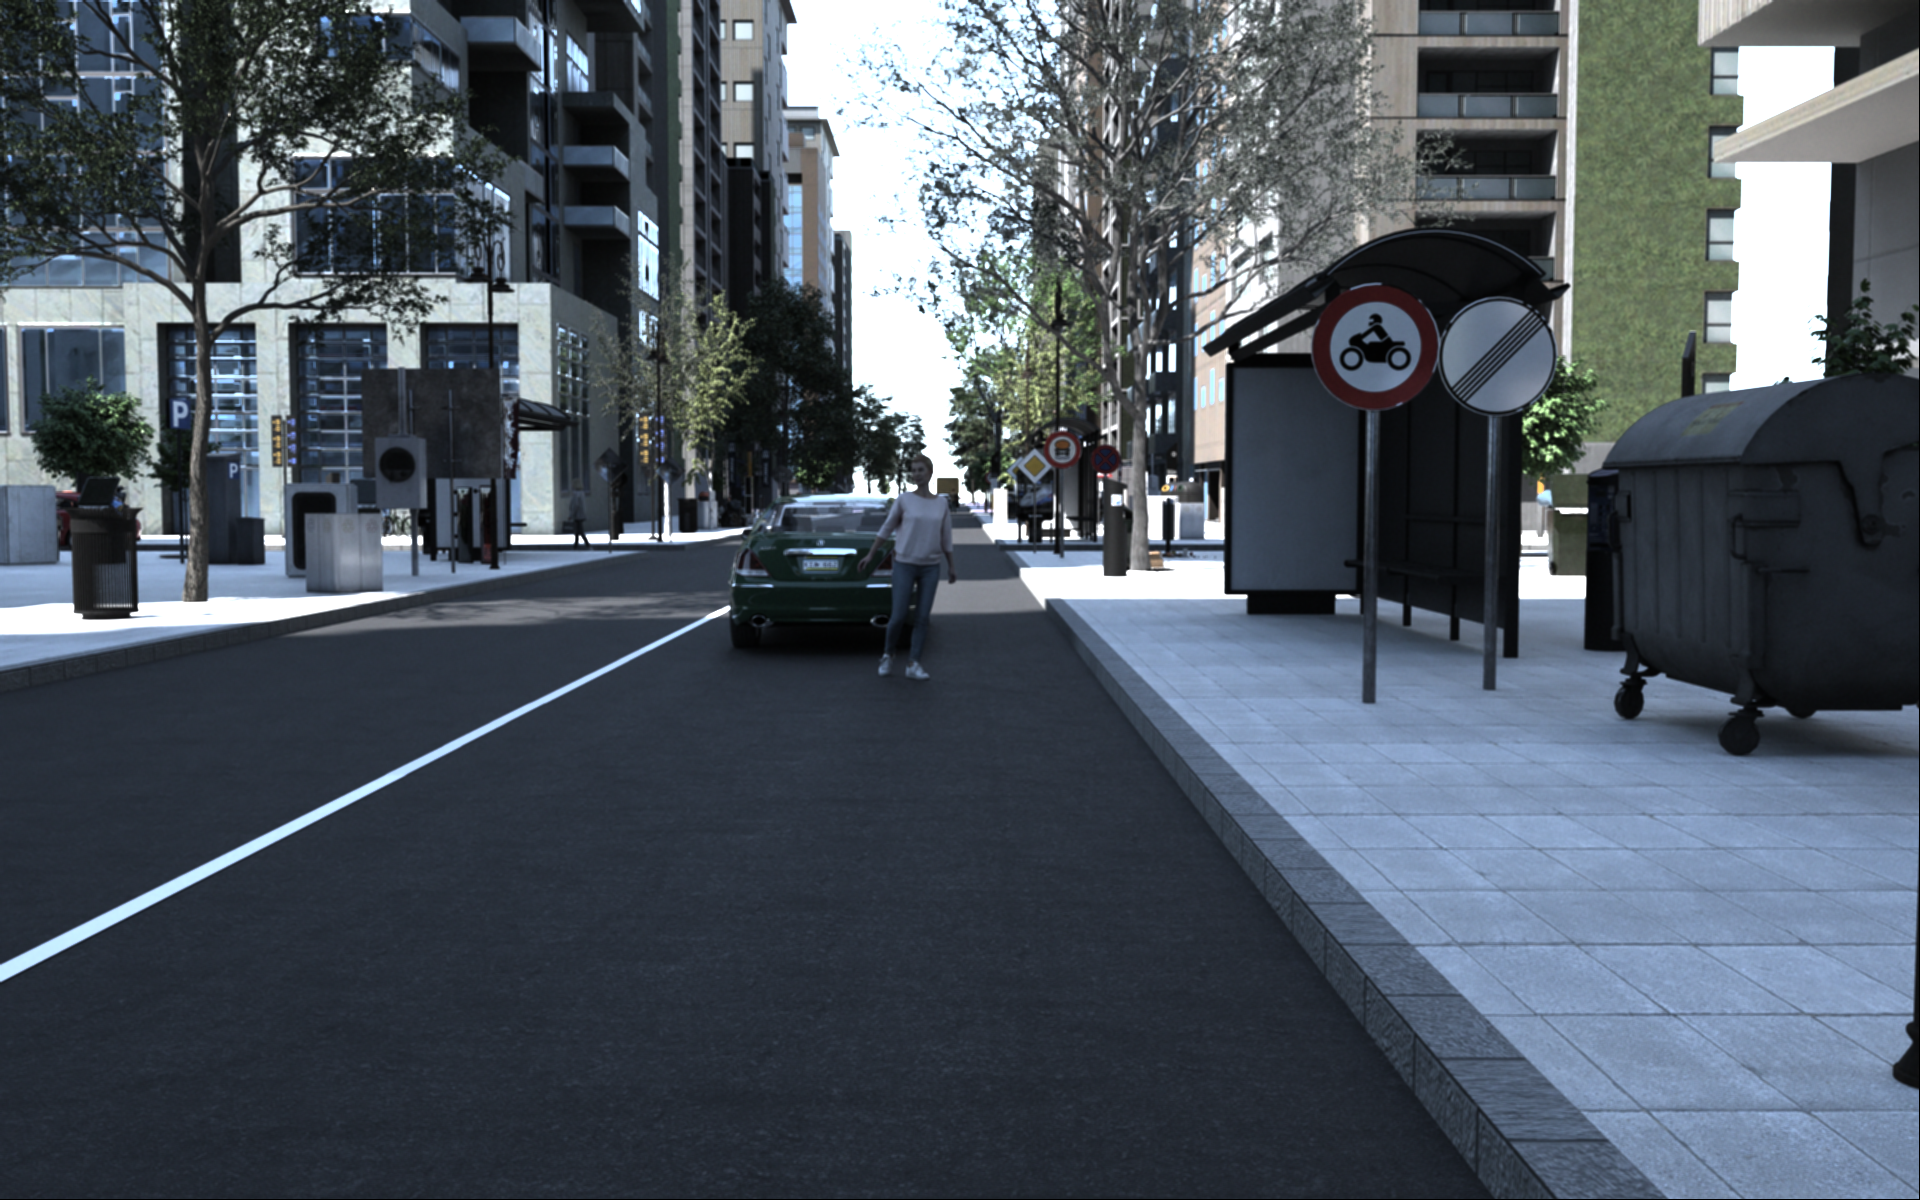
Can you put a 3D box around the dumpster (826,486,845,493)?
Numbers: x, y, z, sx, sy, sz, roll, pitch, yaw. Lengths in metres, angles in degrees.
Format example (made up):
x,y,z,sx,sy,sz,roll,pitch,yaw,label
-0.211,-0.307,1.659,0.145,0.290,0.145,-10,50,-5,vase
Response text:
x,y,z,sx,sy,sz,roll,pitch,yaw,label
-8.507,-6.875,118.169,1.264,1.857,1.865,0,3,0,dumpster

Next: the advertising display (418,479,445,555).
x,y,z,sx,sy,sz,roll,pitch,yaw,label
-11.328,-1.943,36.989,0.123,1.923,0.974,2,4,24,advertising display

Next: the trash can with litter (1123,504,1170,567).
x,y,z,sx,sy,sz,roll,pitch,yaw,label
3.127,-1.157,30.307,1.055,1.170,0.624,0,4,0,trash can with litter

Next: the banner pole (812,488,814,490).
x,y,z,sx,sy,sz,roll,pitch,yaw,label
-10.510,-7.978,120.453,0.863,3.779,0.401,-1,4,-12,banner pole

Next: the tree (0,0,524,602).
x,y,z,sx,sy,sz,roll,pitch,yaw,label
-8.773,-5.259,20.396,7.601,10.594,8.767,-2,4,-27,tree

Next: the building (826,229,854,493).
x,y,z,sx,sy,sz,roll,pitch,yaw,label
-23.442,-35.271,260.273,14.154,41.232,14.086,0,3,0,building

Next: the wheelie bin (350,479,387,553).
x,y,z,sx,sy,sz,roll,pitch,yaw,label
-12.778,-1.793,37.218,0.980,1.594,0.693,-1,4,-14,wheelie bin

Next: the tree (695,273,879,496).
x,y,z,sx,sy,sz,roll,pitch,yaw,label
-8.992,-10.570,89.825,9.611,12.733,9.660,0,3,0,tree

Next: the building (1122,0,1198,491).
x,y,z,sx,sy,sz,roll,pitch,yaw,label
22.091,-29.672,104.752,23.786,49.044,30.456,0,3,0,building

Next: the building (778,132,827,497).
x,y,z,sx,sy,sz,roll,pitch,yaw,label
-24.223,-34.769,218.587,14.600,45.320,14.200,0,3,0,building

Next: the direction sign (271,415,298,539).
x,y,z,sx,sy,sz,roll,pitch,yaw,label
-19.411,-3.537,49.821,0.876,3.537,0.379,1,4,21,direction sign

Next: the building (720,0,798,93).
x,y,z,sx,sy,sz,roll,pitch,yaw,label
-31.046,-35.431,168.533,28.713,52.752,27.495,0,3,0,building

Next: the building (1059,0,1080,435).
x,y,z,sx,sy,sz,roll,pitch,yaw,label
20.391,-38.639,173.752,21.231,58.520,28.212,0,3,0,building

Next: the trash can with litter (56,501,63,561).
x,y,z,sx,sy,sz,roll,pitch,yaw,label
-17.515,-1.301,32.665,1.055,1.170,0.624,0,4,1,trash can with litter

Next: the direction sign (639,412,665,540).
x,y,z,sx,sy,sz,roll,pitch,yaw,label
-8.532,-3.428,48.047,0.876,3.537,0.379,2,4,27,direction sign

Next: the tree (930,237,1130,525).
x,y,z,sx,sy,sz,roll,pitch,yaw,label
2.940,-8.904,71.338,9.928,11.665,9.643,0,3,0,tree

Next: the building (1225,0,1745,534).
x,y,z,sx,sy,sz,roll,pitch,yaw,label
17.213,-23.003,59.699,14.086,41.232,14.154,0,3,0,building

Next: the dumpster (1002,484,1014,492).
x,y,z,sx,sy,sz,roll,pitch,yaw,label
3.551,-7.097,118.537,1.502,2.255,1.985,0,3,0,dumpster

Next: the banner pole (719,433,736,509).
x,y,z,sx,sy,sz,roll,pitch,yaw,label
-9.392,-4.926,70.565,0.863,3.779,0.401,3,5,42,banner pole

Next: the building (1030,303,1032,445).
x,y,z,sx,sy,sz,roll,pitch,yaw,label
16.740,-28.886,243.991,14.160,30.474,14.107,0,3,0,building

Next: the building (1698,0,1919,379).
x,y,z,sx,sy,sz,roll,pitch,yaw,label
25.591,-26.016,14.595,28.713,52.752,27.495,0,3,0,building

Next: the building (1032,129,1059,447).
x,y,z,sx,sy,sz,roll,pitch,yaw,label
20.475,-36.762,224.759,21.300,48.544,21.600,0,3,0,building

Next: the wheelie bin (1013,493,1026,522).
x,y,z,sx,sy,sz,roll,pitch,yaw,label
2.920,-4.342,78.902,0.980,1.594,0.693,0,4,8,wheelie bin

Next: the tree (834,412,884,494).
x,y,z,sx,sy,sz,roll,pitch,yaw,label
-9.341,-11.812,143.485,4.737,8.622,4.395,0,3,0,tree

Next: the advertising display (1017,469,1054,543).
x,y,z,sx,sy,sz,roll,pitch,yaw,label
1.967,-2.450,45.269,0.974,1.923,0.123,0,4,0,advertising display

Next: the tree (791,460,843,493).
x,y,z,sx,sy,sz,roll,pitch,yaw,label
-8.467,-7.237,102.045,4.285,4.588,4.351,0,3,0,tree

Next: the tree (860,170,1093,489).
x,y,z,sx,sy,sz,roll,pitch,yaw,label
0.958,-15.031,101.650,12.611,20.169,13.585,0,3,0,tree

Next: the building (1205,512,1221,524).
x,y,z,sx,sy,sz,roll,pitch,yaw,label
17.904,-25.962,74.586,14.600,45.320,14.200,0,3,0,building

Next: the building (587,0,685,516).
x,y,z,sx,sy,sz,roll,pitch,yaw,label
-23.802,-25.339,97.881,14.154,41.232,14.086,0,3,0,building

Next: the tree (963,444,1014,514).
x,y,z,sx,sy,sz,roll,pitch,yaw,label
2.221,-7.856,112.165,4.285,4.588,4.351,0,3,0,tree

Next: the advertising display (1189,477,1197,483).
x,y,z,sx,sy,sz,roll,pitch,yaw,label
8.623,-3.608,64.204,0.123,1.923,0.974,0,4,-2,advertising display

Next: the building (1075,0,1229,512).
x,y,z,sx,sy,sz,roll,pitch,yaw,label
17.588,-30.744,152.768,14.600,45.320,14.200,0,3,0,building

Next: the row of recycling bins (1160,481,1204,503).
x,y,z,sx,sy,sz,roll,pitch,yaw,label
7.341,-3.053,57.024,1.069,1.692,3.534,0,4,-4,row of recycling bins

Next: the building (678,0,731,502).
x,y,z,sx,sy,sz,roll,pitch,yaw,label
-26.517,-42.280,129.534,20.563,71.187,20.611,0,3,0,building

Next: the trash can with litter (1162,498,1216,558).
x,y,z,sx,sy,sz,roll,pitch,yaw,label
4.386,-1.510,35.752,1.678,1.210,2.233,0,4,4,trash can with litter

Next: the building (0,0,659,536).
x,y,z,sx,sy,sz,roll,pitch,yaw,label
-23.666,-46.076,66.013,22.319,86.520,31.000,0,3,0,building

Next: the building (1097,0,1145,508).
x,y,z,sx,sy,sz,roll,pitch,yaw,label
19.949,-42.553,133.987,20.563,71.187,20.611,0,3,0,building

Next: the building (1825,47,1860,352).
x,y,z,sx,sy,sz,roll,pitch,yaw,label
43.055,-26.670,59.759,21.600,48.544,21.300,0,3,0,building

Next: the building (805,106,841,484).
x,y,z,sx,sy,sz,roll,pitch,yaw,label
-31.474,-39.750,239.154,28.713,52.752,27.495,0,3,0,building

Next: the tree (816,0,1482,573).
x,y,z,sx,sy,sz,roll,pitch,yaw,label
2.887,-7.221,28.427,12.009,13.543,11.850,0,3,0,tree

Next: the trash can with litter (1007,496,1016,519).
x,y,z,sx,sy,sz,roll,pitch,yaw,label
2.688,-4.719,88.538,0.624,1.170,1.055,-1,4,-11,trash can with litter

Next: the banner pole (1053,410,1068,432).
x,y,z,sx,sy,sz,roll,pitch,yaw,label
2.965,-3.770,51.659,0.401,3.779,0.863,-2,4,-35,banner pole

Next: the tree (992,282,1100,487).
x,y,z,sx,sy,sz,roll,pitch,yaw,label
2.878,-6.764,60.960,4.737,8.622,4.395,0,3,0,tree

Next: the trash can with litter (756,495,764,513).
x,y,z,sx,sy,sz,roll,pitch,yaw,label
-13.833,-6.642,119.656,1.678,1.210,2.233,0,4,2,trash can with litter

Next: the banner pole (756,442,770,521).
x,y,z,sx,sy,sz,roll,pitch,yaw,label
-9.406,-5.676,82.815,0.863,3.779,0.401,2,4,33,banner pole

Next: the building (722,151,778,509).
x,y,z,sx,sy,sz,roll,pitch,yaw,label
-23.427,-23.044,148.466,14.160,30.474,14.107,0,3,0,building

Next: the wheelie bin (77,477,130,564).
x,y,z,sx,sy,sz,roll,pitch,yaw,label
-15.823,-1.473,31.988,0.980,1.594,0.693,0,4,7,wheelie bin

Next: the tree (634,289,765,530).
x,y,z,sx,sy,sz,roll,pitch,yaw,label
-9.134,-6.803,61.587,4.737,8.622,4.395,0,3,0,tree

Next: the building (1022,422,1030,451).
x,y,z,sx,sy,sz,roll,pitch,yaw,label
23.658,-25.751,266.075,27.650,21.520,28.899,0,3,0,building

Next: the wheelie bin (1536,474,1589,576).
x,y,z,sx,sy,sz,roll,pitch,yaw,label
9.551,-1.181,27.218,0.980,1.594,0.693,1,4,8,wheelie bin

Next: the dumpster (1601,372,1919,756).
x,y,z,sx,sy,sz,roll,pitch,yaw,label
4.331,-0.207,9.140,1.264,1.857,1.865,0,4,0,dumpster

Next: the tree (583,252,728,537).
x,y,z,sx,sy,sz,roll,pitch,yaw,label
-9.061,-6.214,51.968,4.360,8.622,3.978,0,3,0,tree
